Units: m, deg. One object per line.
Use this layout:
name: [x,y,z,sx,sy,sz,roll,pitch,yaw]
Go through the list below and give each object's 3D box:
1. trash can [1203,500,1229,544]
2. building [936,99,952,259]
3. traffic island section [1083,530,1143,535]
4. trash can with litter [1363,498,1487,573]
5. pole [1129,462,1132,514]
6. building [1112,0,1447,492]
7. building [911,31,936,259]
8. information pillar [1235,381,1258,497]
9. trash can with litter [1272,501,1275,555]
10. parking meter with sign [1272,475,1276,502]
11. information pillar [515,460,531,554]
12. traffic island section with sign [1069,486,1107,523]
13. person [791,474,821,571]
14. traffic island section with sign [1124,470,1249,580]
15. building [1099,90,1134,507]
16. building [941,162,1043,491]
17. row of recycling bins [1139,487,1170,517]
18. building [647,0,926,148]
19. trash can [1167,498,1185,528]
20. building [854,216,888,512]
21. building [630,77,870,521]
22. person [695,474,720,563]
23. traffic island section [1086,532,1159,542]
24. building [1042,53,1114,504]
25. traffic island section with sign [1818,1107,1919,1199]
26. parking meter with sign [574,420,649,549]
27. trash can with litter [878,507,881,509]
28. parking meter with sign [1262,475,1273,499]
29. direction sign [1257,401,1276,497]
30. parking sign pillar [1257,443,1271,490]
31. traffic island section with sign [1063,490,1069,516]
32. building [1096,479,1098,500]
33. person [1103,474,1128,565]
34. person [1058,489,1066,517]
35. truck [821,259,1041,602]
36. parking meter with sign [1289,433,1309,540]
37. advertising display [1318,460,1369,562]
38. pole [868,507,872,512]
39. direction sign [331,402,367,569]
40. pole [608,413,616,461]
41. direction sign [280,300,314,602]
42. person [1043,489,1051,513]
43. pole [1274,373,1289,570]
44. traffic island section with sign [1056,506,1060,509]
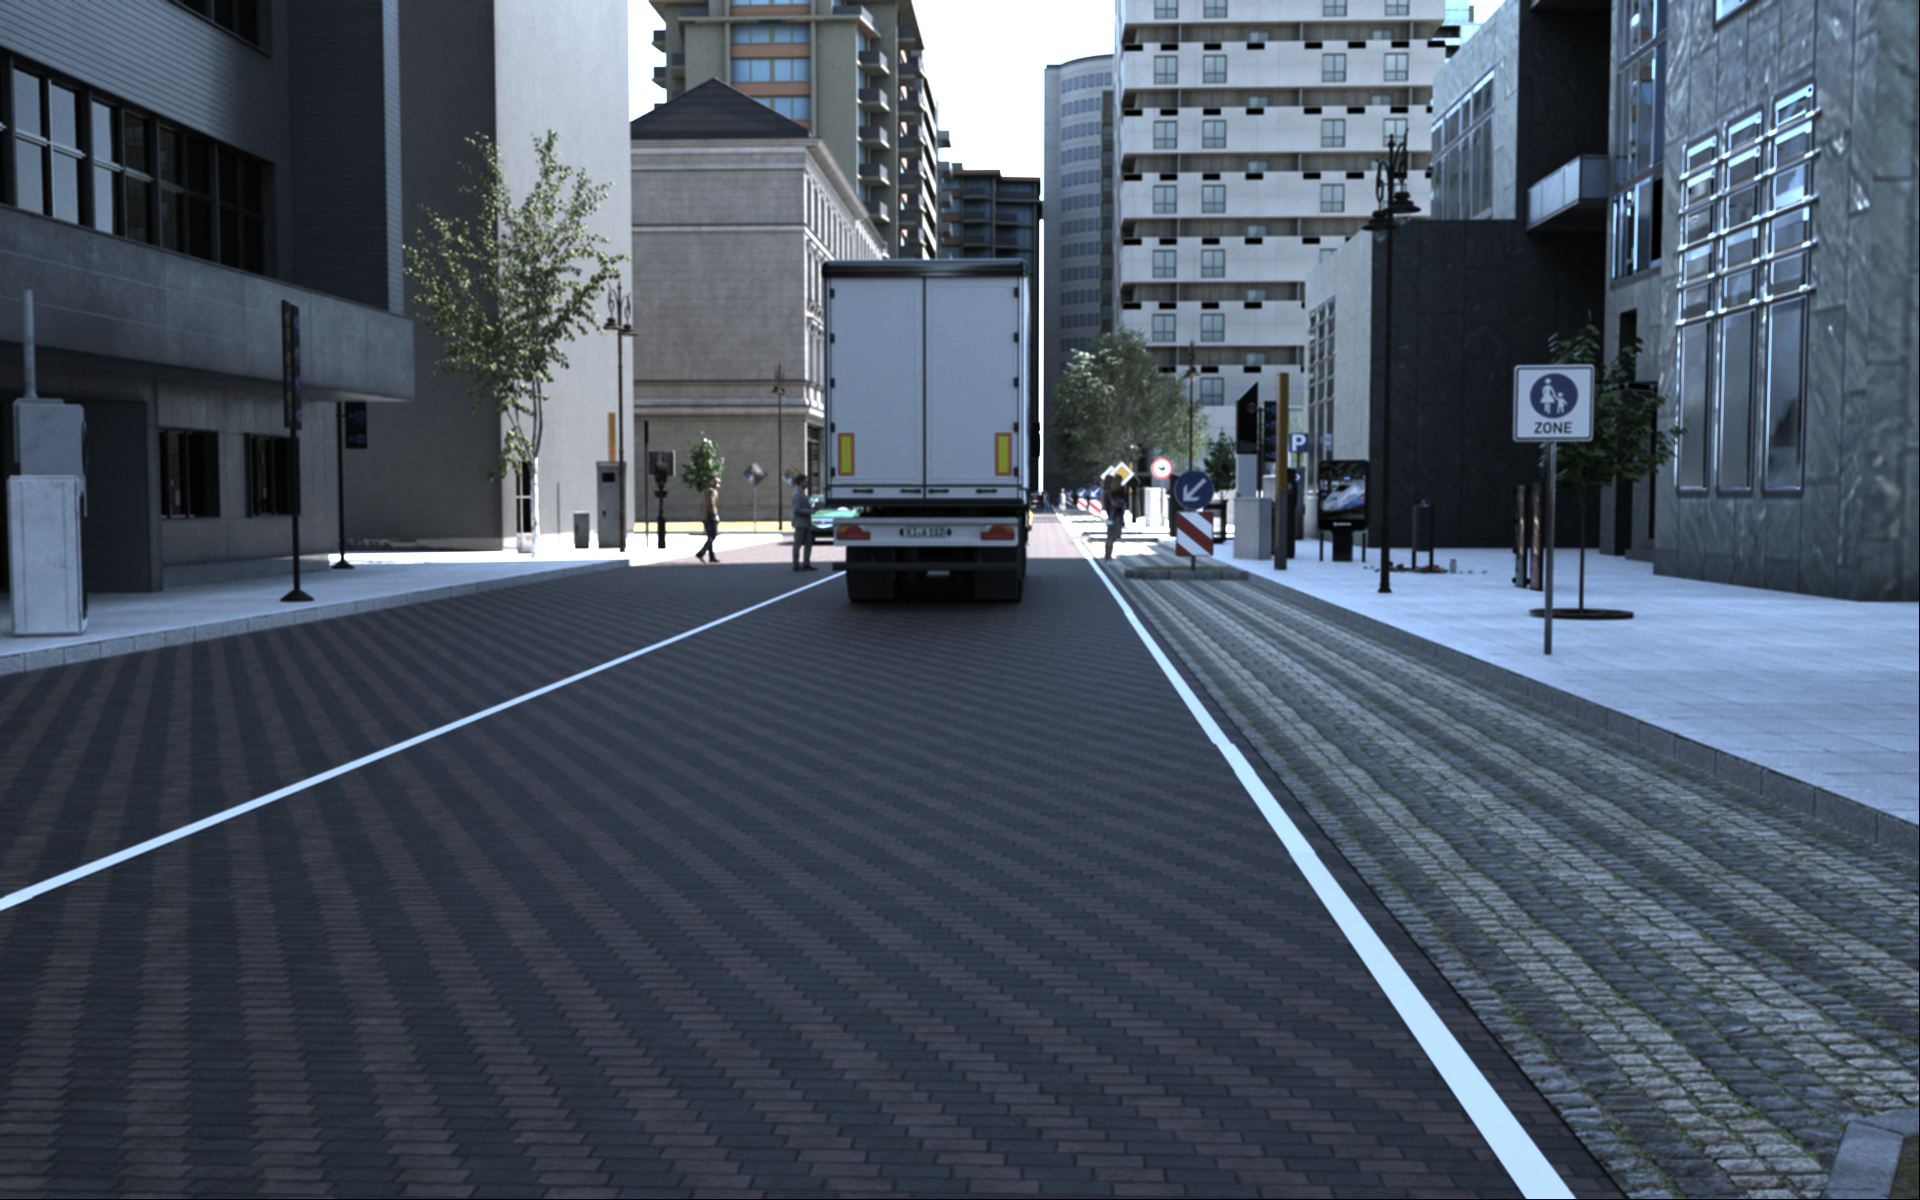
trash can: [6.613,-2.038,44.973,0.748,1.137,0.748,0,3,0]
building: [-16.348,-35.531,200.533,30.456,49.044,23.786,0,4,3]
traffic island section: [5.305,-2.340,60.546,2.009,0.180,2.903,0,4,3]
trash can with litter: [7.578,-1.088,28.843,1.678,1.210,2.233,-1,4,-19]
pole: [10.953,-7.179,111.218,0.158,3.312,0.155,0,3,0]
building: [27.778,-34.717,156.863,28.713,52.752,27.495,0,4,3]
building: [-13.682,-33.772,175.870,21.300,48.544,21.600,0,4,3]
information pillar: [5.944,-2.723,35.872,0.504,3.616,0.183,-2,4,-25]
trash can with litter: [6.671,-1.550,36.723,0.624,1.170,1.055,-1,4,-14]
parking meter with sign: [12.462,-4.147,64.060,1.738,3.016,0.543,-3,4,-36]
information pillar: [-9.313,-1.994,37.092,0.304,2.012,0.304,-2,4,-35]
traffic island section with sign: [6.502,-4.678,85.115,1.989,1.847,2.006,0,4,3]
person: [-2.876,-1.448,32.373,0.583,1.804,0.606,0,3,0]
traffic island section with sign: [3.826,-1.282,29.589,1.989,1.847,2.006,0,4,3]
building: [21.391,-30.281,178.695,14.154,41.232,14.086,0,4,3]
building: [-3.428,-35.273,231.340,28.867,44.769,22.147,0,4,3]
row of recycling bins: [11.578,-5.497,96.983,3.534,1.692,1.069,-1,4,-20]
building: [-14.485,-30.333,150.575,22.147,44.769,28.867,0,4,3]
trash can: [7.798,-3.099,62.320,0.748,1.137,0.748,0,3,0]
building: [-10.371,-16.100,112.381,9.793,20.994,18.267,0,4,3]
building: [-11.515,-14.132,81.970,10.553,20.767,40.483,0,4,3]
person: [-5.199,-1.688,36.011,0.656,1.842,0.836,2,4,31]
traffic island section: [4.923,-1.853,52.570,2.009,0.180,2.903,0,4,3]
building: [25.042,-42.006,228.793,28.212,58.520,21.231,0,4,3]
traffic island section with sign: [2.537,0.365,2.665,1.989,1.847,2.006,0,4,3]
parking meter with sign: [-8.227,-2.726,40.837,1.738,3.016,0.543,-1,4,-11]
trash can with litter: [-4.581,-5.291,97.893,0.624,1.170,1.055,0,4,5]
parking meter with sign: [12.552,-4.492,69.701,1.738,3.016,0.543,1,4,20]
direction sign: [7.324,-3.078,42.324,0.876,3.537,0.379,1,4,10]
parking sign pillar: [15.778,-6.268,90.950,1.447,3.967,1.447,-1,4,-22]
traffic island section with sign: [7.777,-6.325,112.041,1.989,1.847,2.006,0,4,3]
building: [31.834,-30.910,197.253,32.217,40.220,23.993,0,4,3]
person: [3.079,-1.605,34.722,0.580,1.828,0.573,3,4,38]
person: [6.444,-6.165,109.651,0.624,1.780,0.694,0,4,-6]
truck: [-0.178,-2.287,26.314,2.839,4.237,11.283,0,4,3]
parking meter with sign: [9.468,-3.216,48.846,0.543,3.016,1.738,1,4,16]
advertising display: [7.277,-1.693,32.896,0.974,1.923,0.123,2,4,34]
pole: [-5.122,-6.393,98.369,0.158,3.312,0.155,0,3,0]
direction sign: [-10.621,-2.305,29.691,0.876,3.537,0.379,-1,4,-22]
pole: [-8.731,-3.037,43.502,0.158,3.312,0.155,0,3,0]
direction sign: [-7.962,-1.755,20.698,0.379,3.537,0.876,-1,4,-10]
person: [6.435,-7.381,129.530,0.623,1.781,0.721,2,4,35]
pole: [5.433,-2.167,29.267,0.158,3.312,0.155,0,3,0]
traffic island section with sign: [10.189,-9.407,162.435,1.989,1.847,2.006,0,4,3]
